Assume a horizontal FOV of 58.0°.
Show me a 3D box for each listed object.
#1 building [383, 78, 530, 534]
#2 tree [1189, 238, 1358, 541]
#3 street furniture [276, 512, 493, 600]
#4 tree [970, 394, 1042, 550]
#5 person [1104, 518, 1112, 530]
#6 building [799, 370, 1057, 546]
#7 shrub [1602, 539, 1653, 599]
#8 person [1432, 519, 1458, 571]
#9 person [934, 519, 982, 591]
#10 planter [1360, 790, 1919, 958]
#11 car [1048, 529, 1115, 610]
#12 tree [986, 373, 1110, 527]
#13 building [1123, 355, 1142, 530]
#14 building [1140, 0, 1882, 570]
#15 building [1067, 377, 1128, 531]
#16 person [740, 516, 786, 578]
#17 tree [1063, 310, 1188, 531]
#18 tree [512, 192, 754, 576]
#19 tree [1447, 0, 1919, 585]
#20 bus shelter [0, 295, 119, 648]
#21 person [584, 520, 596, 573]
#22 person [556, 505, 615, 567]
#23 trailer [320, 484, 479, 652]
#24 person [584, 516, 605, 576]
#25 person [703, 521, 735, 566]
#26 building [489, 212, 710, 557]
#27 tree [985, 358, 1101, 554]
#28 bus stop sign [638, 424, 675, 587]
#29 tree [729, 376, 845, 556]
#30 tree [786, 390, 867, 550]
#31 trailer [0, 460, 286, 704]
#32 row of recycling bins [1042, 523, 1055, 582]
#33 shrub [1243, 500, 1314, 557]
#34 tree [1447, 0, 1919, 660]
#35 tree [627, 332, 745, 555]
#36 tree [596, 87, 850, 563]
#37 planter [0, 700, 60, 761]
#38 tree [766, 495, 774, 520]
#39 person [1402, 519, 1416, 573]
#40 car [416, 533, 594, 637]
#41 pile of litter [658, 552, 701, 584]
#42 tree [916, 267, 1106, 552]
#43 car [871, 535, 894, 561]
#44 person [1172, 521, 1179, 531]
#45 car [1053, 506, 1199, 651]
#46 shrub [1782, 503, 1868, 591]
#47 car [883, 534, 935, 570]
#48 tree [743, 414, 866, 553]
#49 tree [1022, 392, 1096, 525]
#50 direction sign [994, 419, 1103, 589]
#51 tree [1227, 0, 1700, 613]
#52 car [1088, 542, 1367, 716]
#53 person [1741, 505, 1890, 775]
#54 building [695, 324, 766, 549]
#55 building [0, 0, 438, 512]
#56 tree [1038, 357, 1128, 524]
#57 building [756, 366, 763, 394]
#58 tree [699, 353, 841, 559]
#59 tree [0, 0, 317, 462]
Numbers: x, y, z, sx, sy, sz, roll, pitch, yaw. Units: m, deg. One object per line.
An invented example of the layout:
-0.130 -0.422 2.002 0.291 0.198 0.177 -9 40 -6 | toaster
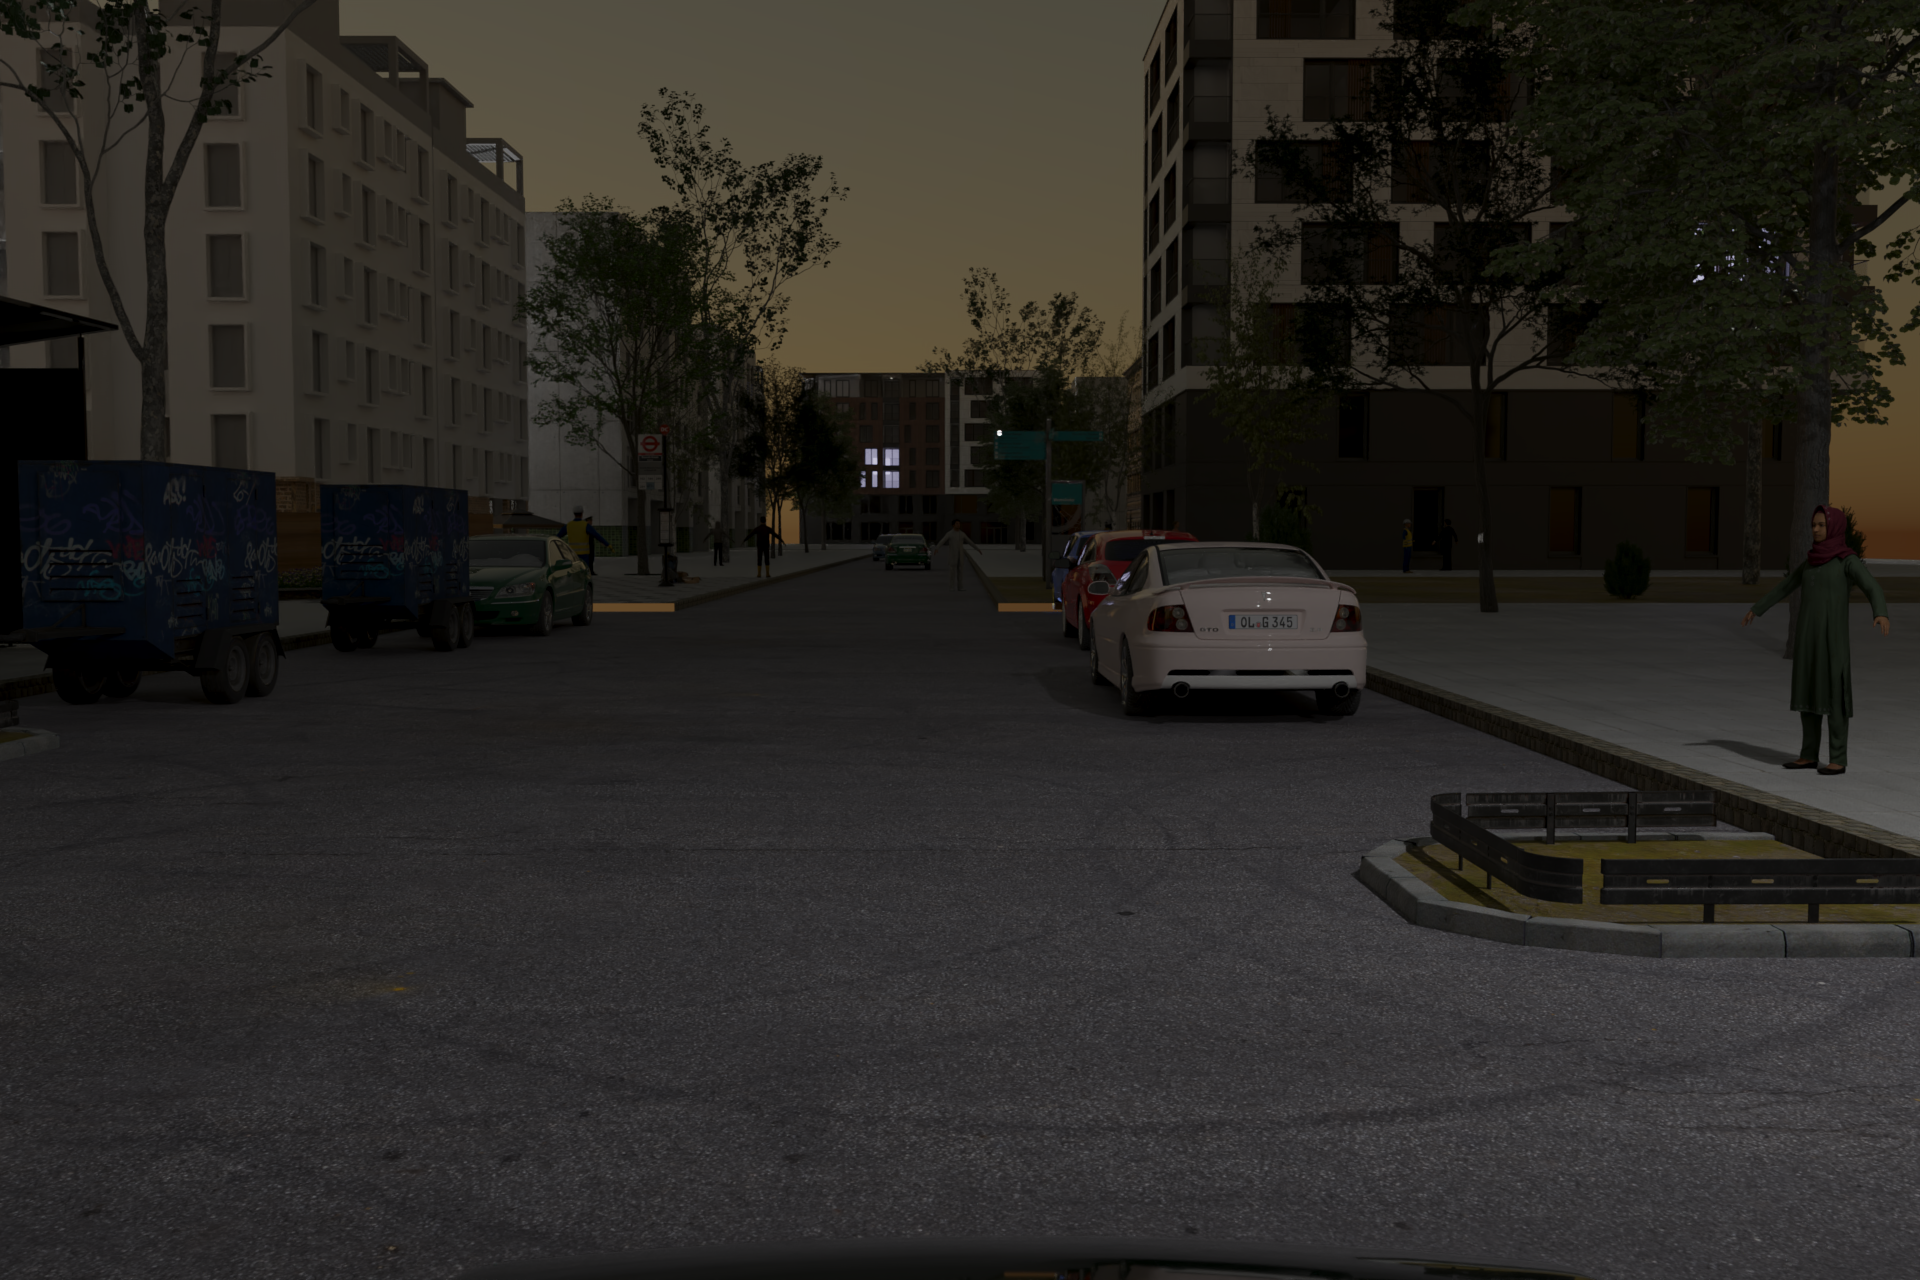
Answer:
-26.346 -13.264 73.279 16.016 20.090 11.380 0 4 -1 | building
7.479 -5.661 42.926 4.737 8.622 4.395 0 3 0 | tree
-14.155 -1.807 36.399 9.812 1.723 11.010 -3 4 -38 | street furniture
4.682 -13.445 137.947 7.486 12.596 7.792 0 3 0 | tree
5.426 -3.539 63.626 1.354 1.858 0.705 -3 5 -43 | person
-3.841 -23.339 228.029 32.646 21.610 27.936 0 4 1 | building
13.155 -1.410 34.178 1.383 1.207 1.383 0 3 0 | shrub
16.997 -3.322 60.498 1.347 1.806 0.705 -3 4 -37 | person
-0.078 -2.128 43.437 1.347 1.806 0.705 -2 4 -27 | person
2.662 0.875 6.838 1.991 0.319 1.994 0 4 -1 | planter
2.608 -1.352 31.692 1.945 1.707 3.694 0 4 -1 | car
5.160 -10.086 99.315 7.601 10.594 8.767 -1 4 -15 | tree
24.981 -19.767 154.124 19.493 23.208 18.063 0 4 0 | building
21.783 -14.273 77.335 27.936 21.610 32.646 0 4 0 | building
21.379 -20.590 203.100 16.747 18.905 31.486 0 3 0 | building
-5.815 -2.756 51.206 1.346 1.812 0.704 0 4 -5 | person
4.973 -6.563 57.674 4.360 8.622 3.978 0 3 0 | tree
-9.994 -7.820 53.606 9.928 11.665 9.643 0 3 0 | tree
18.973 -11.530 44.413 12.611 20.169 13.585 0 3 0 | tree
-10.301 -1.543 16.507 1.731 3.624 6.357 0 4 0 | bus shelter
-12.171 -3.092 56.688 1.347 1.817 0.704 1 4 14 | person
-7.303 -1.668 33.241 1.349 1.833 0.705 0 4 5 | person
-6.880 -0.834 20.689 1.471 1.999 3.904 0 4 0 | trailer
-11.417 -2.906 53.450 0.705 1.837 1.347 1 4 20 | person
-9.729 -3.890 69.728 1.348 1.813 0.705 1 4 14 | person
-26.922 -14.963 111.104 16.747 18.905 31.486 0 4 0 | building
5.468 -11.822 111.424 7.486 12.596 7.792 0 3 0 | tree
-7.403 -3.274 42.237 0.855 3.939 0.416 0 4 1 | bus stop sign
-10.348 -10.201 101.198 8.767 10.594 7.601 2 4 24 | tree
-11.110 -13.384 136.959 7.486 12.596 7.792 0 3 0 | tree
-6.795 -0.434 14.151 1.471 1.999 3.904 0 4 0 | trailer
2.735 -2.457 47.288 1.069 1.692 3.534 0 4 -1 | row of recycling bins
6.809 -2.015 37.363 1.690 2.028 1.600 0 3 0 | shrub
8.622 -6.044 16.953 7.486 12.596 7.792 0 3 0 | tree
-10.702 -6.941 63.851 4.360 8.622 3.978 0 3 0 | tree
-11.873 -13.490 76.451 12.611 20.169 13.585 0 3 0 | tree
-7.038 0.611 11.144 1.991 0.319 1.994 0 4 0 | planter
-25.743 -16.876 226.276 4.737 8.622 4.395 0 3 0 | tree
14.746 -3.078 56.795 0.721 1.772 1.216 2 4 29 | person
-6.689 -0.852 25.725 2.131 1.459 4.920 0 4 -1 | car
-7.368 -1.924 45.430 1.176 0.858 1.719 0 4 1 | pile of litter
3.146 -16.430 124.521 12.611 20.169 13.585 0 3 0 | tree
-3.746 -4.955 93.010 2.014 1.417 4.499 0 4 0 | car
7.551 -3.244 59.842 0.721 1.733 1.217 3 4 37 | person
2.338 -0.840 22.781 2.155 1.783 4.494 0 4 -1 | car
17.715 -1.899 35.465 1.690 2.028 1.600 0 3 0 | shrub
-2.078 -3.562 70.033 2.131 1.459 4.920 0 4 -1 | car
-10.611 -11.276 118.776 8.767 10.594 7.601 -1 4 -23 | tree
4.930 -8.543 90.047 4.360 8.622 3.978 0 3 0 | tree
2.069 -3.108 39.581 2.525 3.948 1.411 0 4 -2 | direction sign
8.413 -5.744 28.323 7.601 10.594 8.767 2 4 32 | tree
2.195 -0.163 15.033 2.083 1.381 4.827 0 4 -1 | car
4.598 -0.006 9.313 0.599 1.438 0.989 -1 4 -18 | person
-28.447 -18.065 161.813 16.747 18.905 31.486 0 4 1 | building
-25.877 -12.239 56.523 16.016 20.090 11.380 0 4 -1 | building
4.905 -7.487 72.774 4.737 8.622 4.395 0 3 0 | tree
-26.948 -20.002 183.452 16.016 20.090 11.380 0 4 -1 | building
-9.909 -9.524 90.129 8.767 10.594 7.601 1 4 13 | tree
-12.329 -10.536 28.148 12.611 20.169 13.585 0 3 0 | tree
